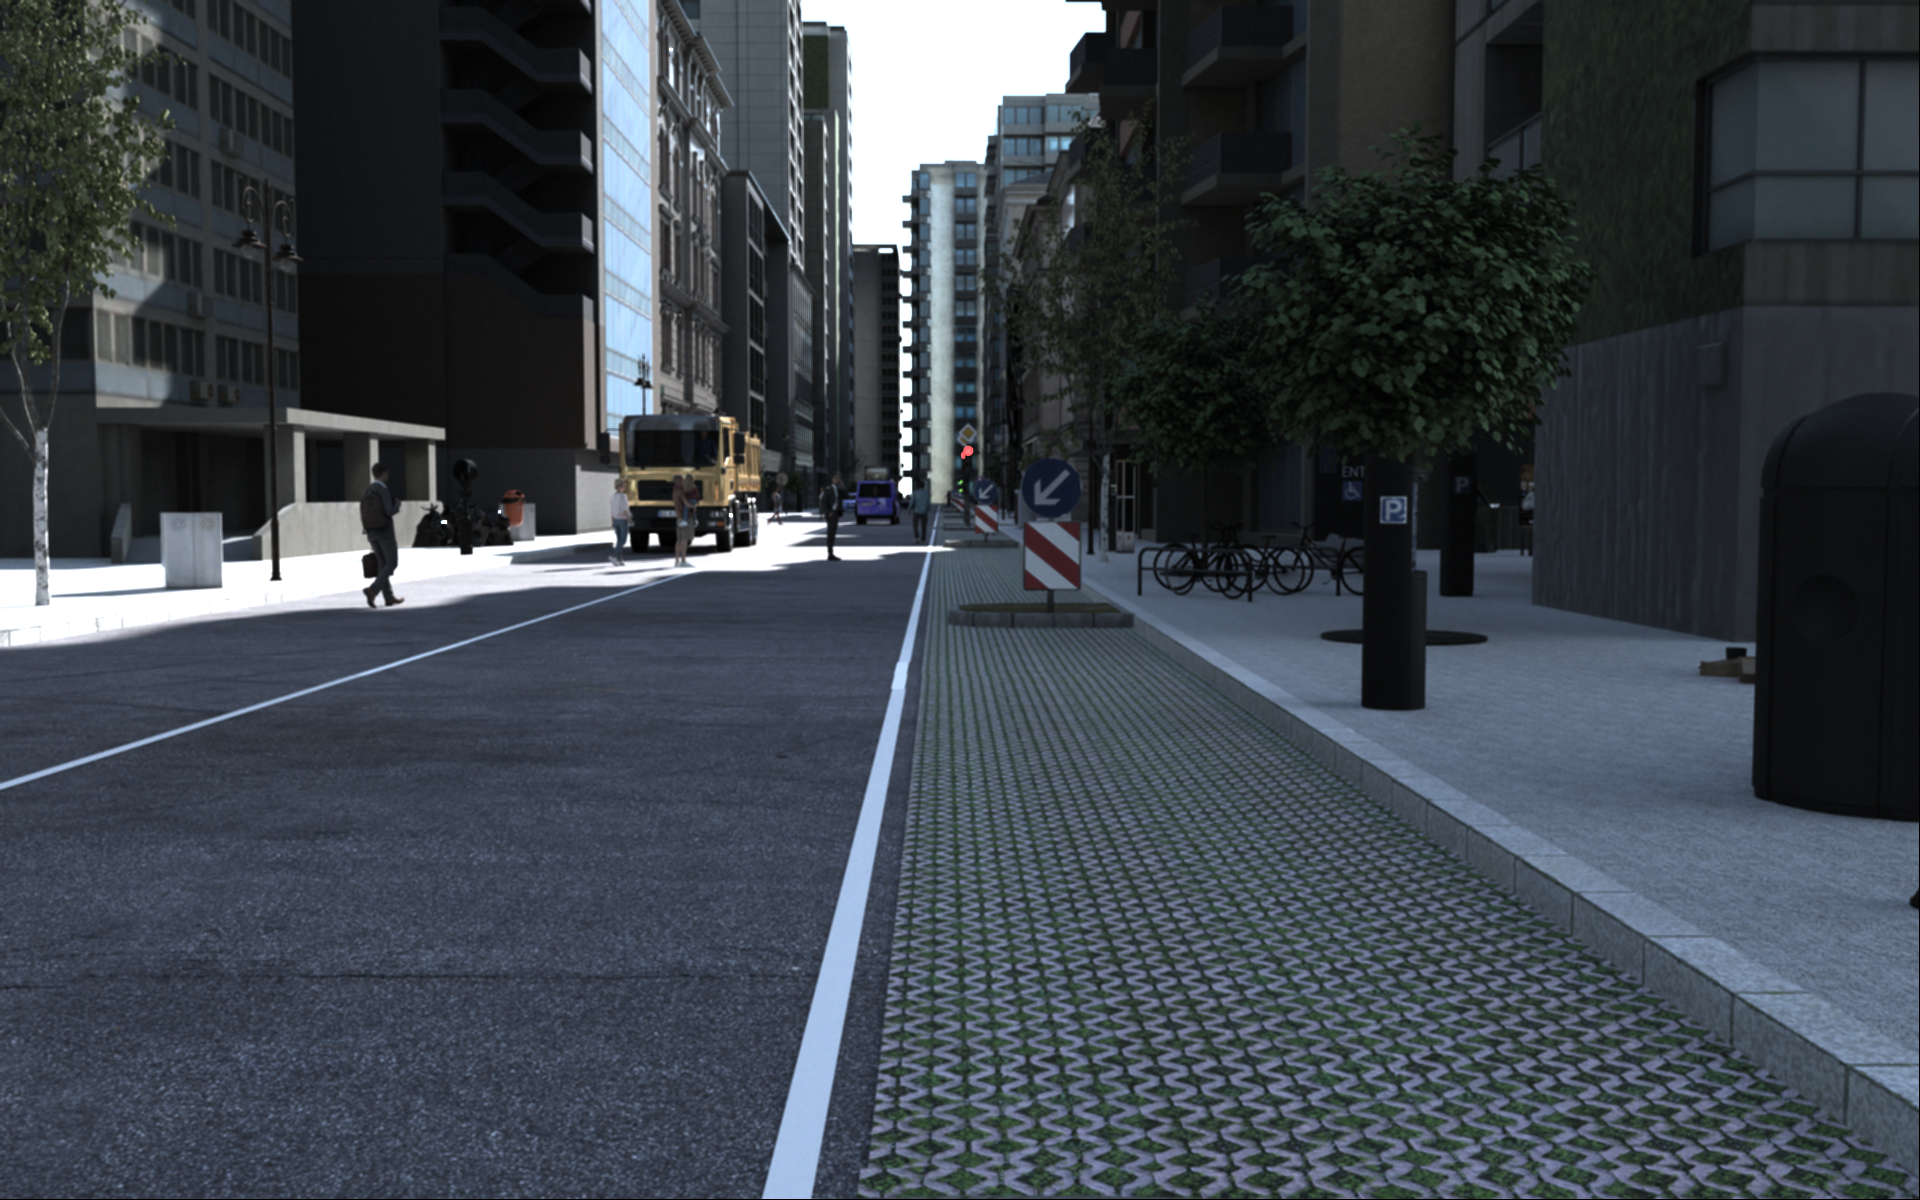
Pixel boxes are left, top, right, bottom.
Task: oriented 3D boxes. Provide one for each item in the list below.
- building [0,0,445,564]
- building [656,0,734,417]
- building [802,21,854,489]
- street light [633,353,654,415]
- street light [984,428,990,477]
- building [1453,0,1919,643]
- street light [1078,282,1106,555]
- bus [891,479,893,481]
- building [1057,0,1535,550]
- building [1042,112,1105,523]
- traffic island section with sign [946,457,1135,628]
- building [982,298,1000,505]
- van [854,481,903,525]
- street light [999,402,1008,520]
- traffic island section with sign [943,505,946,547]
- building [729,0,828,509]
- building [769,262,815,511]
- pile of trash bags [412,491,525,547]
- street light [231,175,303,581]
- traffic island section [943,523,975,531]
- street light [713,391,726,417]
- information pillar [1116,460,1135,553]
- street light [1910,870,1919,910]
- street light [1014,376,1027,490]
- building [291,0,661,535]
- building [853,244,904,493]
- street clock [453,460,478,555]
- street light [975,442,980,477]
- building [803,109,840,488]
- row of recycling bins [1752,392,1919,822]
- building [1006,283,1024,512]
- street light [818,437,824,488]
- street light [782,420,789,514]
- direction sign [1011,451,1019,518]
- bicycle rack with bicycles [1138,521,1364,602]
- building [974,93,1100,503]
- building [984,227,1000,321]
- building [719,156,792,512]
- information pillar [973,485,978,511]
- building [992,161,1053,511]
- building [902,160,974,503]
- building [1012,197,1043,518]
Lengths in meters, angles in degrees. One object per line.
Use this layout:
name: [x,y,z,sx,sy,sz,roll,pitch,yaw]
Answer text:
building: [-29.577,-21.218,38.793,32.217,40.220,23.993,0,4,-1]
building: [-19.715,-18.390,88.069,14.401,28.519,23.554,0,4,-1]
building: [-27.531,-41.170,215.132,28.212,58.520,21.231,0,4,-1]
street light: [-10.381,-5.150,56.996,0.468,5.910,1.993,0,4,-1]
street light: [1.857,-8.946,119.047,0.468,5.910,1.993,0,4,-1]
building: [13.628,-20.611,20.593,14.154,41.232,14.086,0,4,-1]
street light: [2.777,-3.904,36.623,0.468,5.910,1.993,0,4,-1]
bus: [-9.196,-12.724,202.896,2.948,3.499,13.247,0,3,0]
building: [14.642,-24.316,52.186,22.147,44.769,28.867,0,4,-1]
building: [13.972,-13.264,81.487,19.286,19.102,10.561,0,4,-1]
traffic island section with sign: [0.866,-0.655,19.340,1.989,1.847,2.006,0,4,-1]
building: [16.299,-19.698,167.107,27.650,21.520,28.899,0,4,-1]
van: [-3.915,-4.807,82.981,2.240,2.365,5.245,0,4,1]
street light: [2.177,-6.974,86.821,0.468,5.910,1.993,0,4,-1]
traffic island section with sign: [0.576,-2.328,46.697,1.989,1.847,2.006,0,4,-1]
building: [-22.923,-44.158,160.233,20.563,71.187,20.611,0,4,-1]
building: [-17.192,-17.777,139.808,9.793,20.994,18.267,0,4,-1]
pile of trash bags: [-11.951,-2.042,43.141,1.912,1.369,3.447,1,4,20]
street light: [-10.145,-3.225,25.518,0.468,5.910,1.993,0,4,-1]
traffic island section: [0.344,-2.828,68.512,2.009,0.180,2.903,0,4,-1]
street light: [-10.619,-6.343,76.499,0.468,5.910,1.993,0,4,-1]
information pillar: [3.598,-2.027,37.639,0.304,2.012,0.304,-2,4,-26]
street light: [3.047,-1.982,5.189,0.468,5.910,1.993,0,4,-1]
street light: [2.382,-5.827,68.055,0.468,5.910,1.993,0,4,-1]
building: [-18.751,-25.054,59.741,14.200,45.320,14.600,0,4,-1]
building: [-20.307,-34.205,251.139,23.993,40.220,32.217,0,4,-1]
street clock: [-10.437,-1.958,36.578,0.471,2.002,0.358,1,4,22]
street light: [1.546,-10.881,150.696,0.468,5.910,1.993,0,4,-1]
building: [-19.867,-30.269,178.495,14.154,41.232,14.086,0,4,-1]
row of recycling bins: [5.119,-0.017,7.388,3.534,1.692,1.069,-1,4,-12]
building: [11.645,-15.656,123.431,16.820,18.784,16.811,0,4,-1]
street light: [-11.295,-10.251,140.384,0.468,5.910,1.993,0,4,-1]
street light: [-10.932,-8.315,108.736,0.468,5.910,1.993,0,4,-1]
direction sign: [2.895,-6.059,91.067,0.379,3.537,0.876,-2,4,-25]
bicycle rack with bicycles: [3.508,-0.529,22.034,2.852,0.926,2.925,-3,5,-41]
building: [14.185,-36.144,210.563,23.786,49.044,30.456,0,4,-1]
building: [9.626,-25.513,188.842,14.160,30.474,14.107,0,4,-1]
building: [-19.606,-18.126,115.431,14.314,24.678,30.058,0,4,-1]
information pillar: [1.187,-7.884,133.393,0.304,2.012,0.304,-2,4,-23]
building: [9.720,-21.751,141.538,13.634,28.700,20.117,0,4,-1]
building: [7.035,-38.403,247.495,30.456,49.044,23.786,0,4,-1]
building: [8.665,-14.383,99.790,10.561,19.102,19.286,0,4,-1]
